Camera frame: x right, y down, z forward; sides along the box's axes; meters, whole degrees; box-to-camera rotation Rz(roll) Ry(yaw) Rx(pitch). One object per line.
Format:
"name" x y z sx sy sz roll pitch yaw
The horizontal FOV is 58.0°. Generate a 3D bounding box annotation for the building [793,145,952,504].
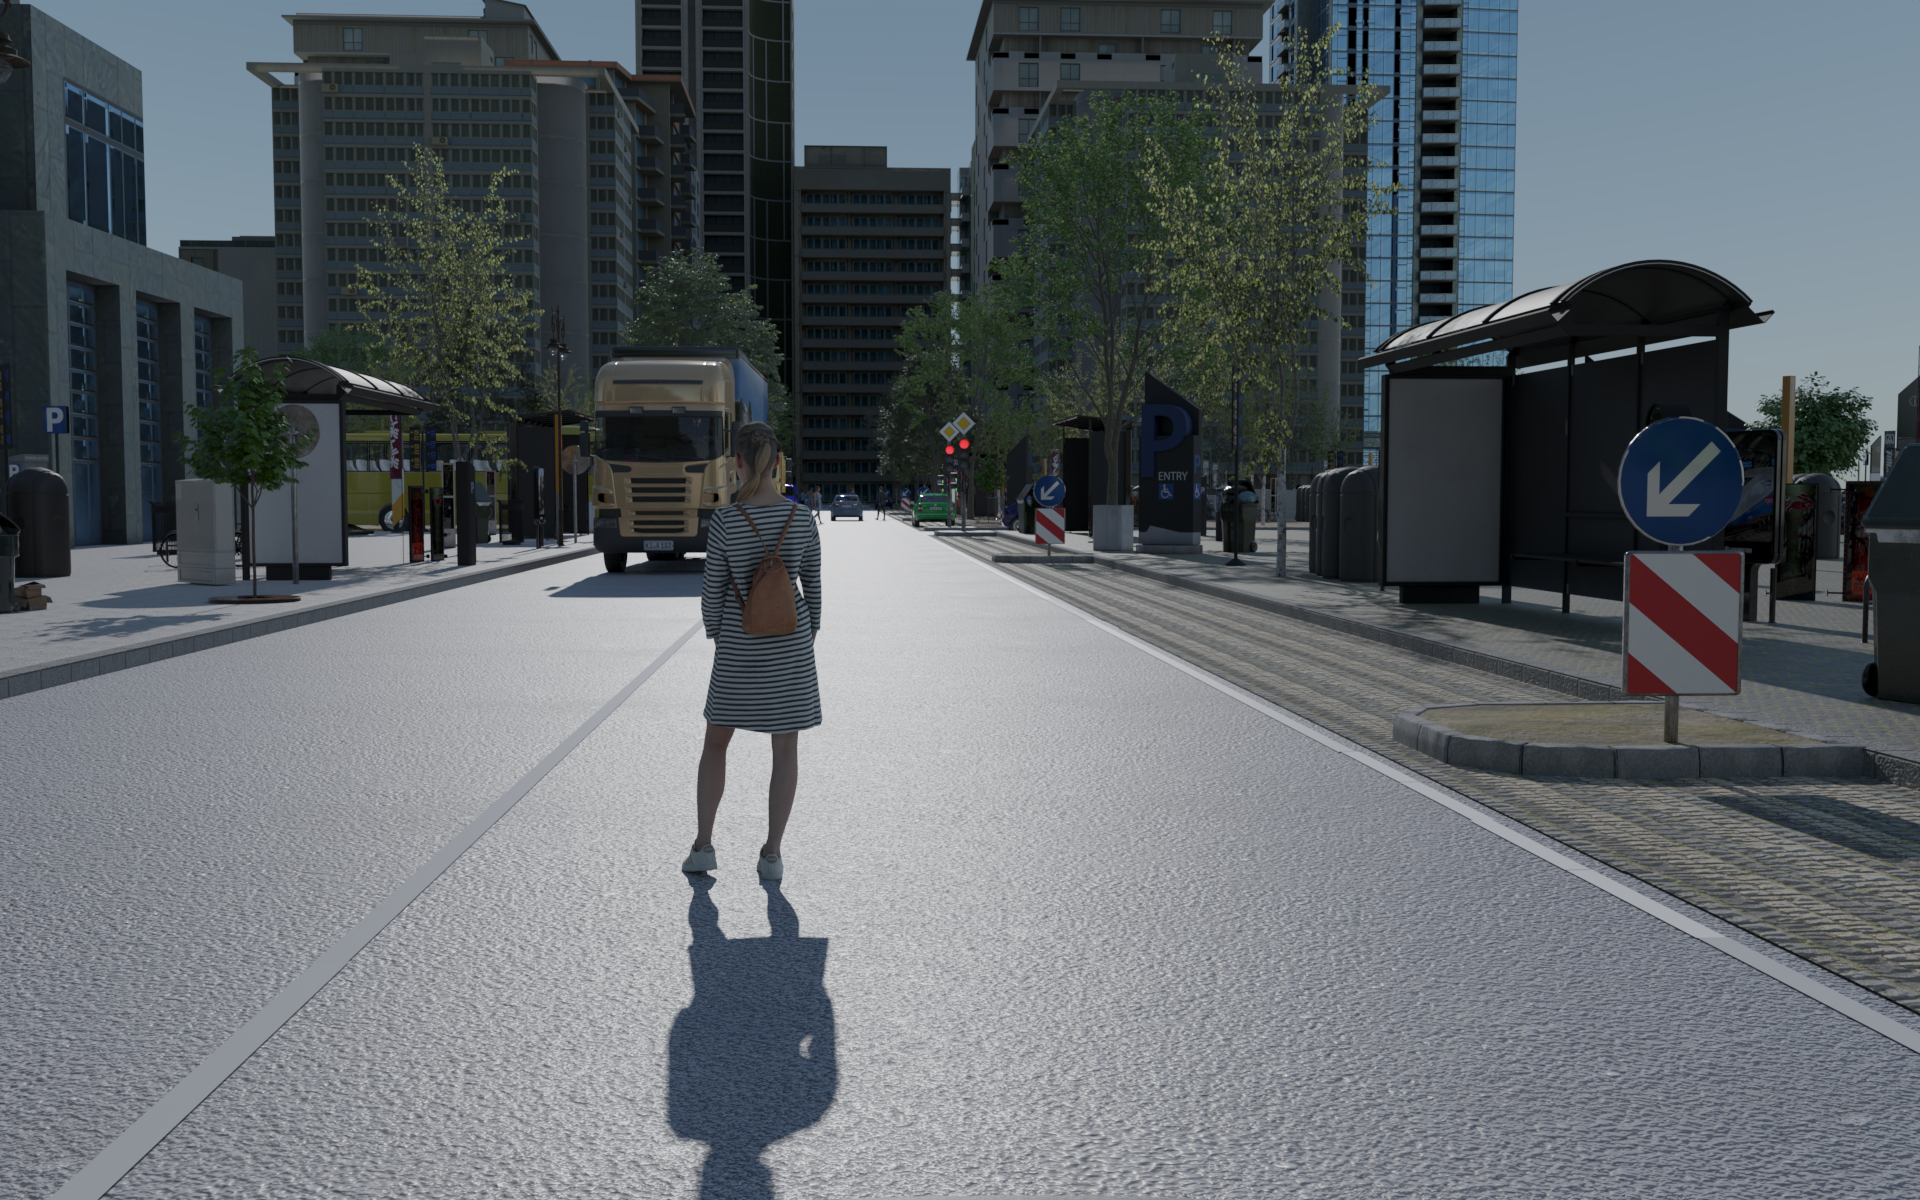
"building" -12.422 -37.931 243.877 21.600 48.544 21.300 0 4 -4

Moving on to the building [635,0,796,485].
"building" -33.374 -49.050 240.218 20.611 71.187 20.563 0 4 -4

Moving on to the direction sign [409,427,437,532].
"direction sign" -18.068 -4.057 58.321 0.876 3.537 0.379 -2 4 -28

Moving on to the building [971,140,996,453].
"building" 8.203 -31.771 203.054 14.154 41.232 14.086 0 4 -4

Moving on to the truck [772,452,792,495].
"truck" -8.979 -4.860 75.382 3.469 3.379 9.791 0 4 -5

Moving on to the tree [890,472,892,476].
"tree" -7.817 -16.345 217.610 4.737 8.622 4.395 0 3 0

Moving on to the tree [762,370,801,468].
"tree" -18.227 -14.571 156.368 7.486 12.596 7.792 0 3 0

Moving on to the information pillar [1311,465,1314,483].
"information pillar" 28.380 -9.061 139.502 0.183 3.616 0.504 0 4 -2

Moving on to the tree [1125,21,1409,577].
"tree" 4.749 -4.666 26.654 4.360 8.622 3.978 0 3 0

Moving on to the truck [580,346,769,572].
"truck" -5.499 -2.833 35.230 2.839 4.237 11.283 0 4 -2

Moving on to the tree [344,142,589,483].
"tree" -10.578 -5.260 36.356 4.360 8.622 3.978 0 3 0

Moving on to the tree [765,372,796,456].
"tree" -17.445 -13.222 141.935 9.928 11.665 9.643 0 3 0

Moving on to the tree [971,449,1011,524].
"tree" 1.377 -4.922 75.082 1.663 3.219 1.824 0 3 0

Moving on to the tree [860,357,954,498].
"tree" -3.898 -14.974 155.199 12.009 13.543 11.850 0 3 0

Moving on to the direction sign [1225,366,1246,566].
"direction sign" 4.949 -2.384 30.981 0.379 3.537 0.876 1 4 20

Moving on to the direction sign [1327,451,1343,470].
"direction sign" 19.667 -6.045 90.826 0.876 3.537 0.379 -1 4 -12

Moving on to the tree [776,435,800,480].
"tree" -20.837 -15.372 201.686 4.360 8.622 3.978 0 3 0

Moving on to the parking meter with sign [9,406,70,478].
"parking meter with sign" -18.066 -2.278 33.506 0.543 3.016 1.738 1 4 14

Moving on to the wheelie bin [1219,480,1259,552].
"wheelie bin" 6.171 -1.854 38.219 0.980 1.594 0.693 3 5 44

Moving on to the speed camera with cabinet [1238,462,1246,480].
"speed camera with cabinet" 17.952 -6.857 106.449 2.038 3.252 0.660 3 4 39

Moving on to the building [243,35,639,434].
"building" -41.734 -28.102 151.354 32.217 40.220 23.993 0 4 -4

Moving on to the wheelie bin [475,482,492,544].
"wheelie bin" -12.641 -2.267 44.968 0.693 1.594 0.980 2 4 25

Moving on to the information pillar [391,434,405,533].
"information pillar" -18.560 -4.023 57.133 0.504 3.616 0.183 2 4 28

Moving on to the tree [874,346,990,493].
"tree" -2.111 -13.233 133.374 9.611 12.733 9.660 0 3 0

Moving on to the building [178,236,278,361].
"building" -79.539 -26.099 198.424 14.107 30.474 14.160 0 4 -4

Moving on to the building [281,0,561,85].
"building" -58.321 -36.884 192.288 27.495 52.752 28.713 0 4 -4

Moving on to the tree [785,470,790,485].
"tree" -20.059 -12.483 187.816 4.285 4.588 4.351 0 3 0

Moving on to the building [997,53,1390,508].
"building" 19.592 -28.458 157.176 32.217 40.220 23.993 0 4 -4

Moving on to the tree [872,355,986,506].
"tree" -1.717 -10.834 111.553 7.601 10.594 8.767 1 4 19

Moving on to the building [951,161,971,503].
"building" 13.505 -38.350 246.630 30.456 49.044 23.786 0 4 -4

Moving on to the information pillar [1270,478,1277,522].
"information pillar" 14.442 -4.581 79.395 0.304 2.012 0.304 -3 5 -43

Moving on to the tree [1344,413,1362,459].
"tree" 23.816 -9.956 113.150 4.737 8.622 4.395 0 3 0

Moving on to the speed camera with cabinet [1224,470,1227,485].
"speed camera with cabinet" 20.887 -8.439 132.314 2.038 3.252 0.660 2 4 31

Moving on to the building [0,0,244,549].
"building" -36.356 -44.357 37.909 31.000 86.520 22.319 0 4 -4

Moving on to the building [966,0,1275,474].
"building" 15.923 -36.281 182.424 28.713 52.752 27.495 0 4 -4

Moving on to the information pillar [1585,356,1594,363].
"information pillar" 10.591 -2.291 28.810 0.504 3.616 0.183 2 4 32

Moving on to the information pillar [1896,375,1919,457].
"information pillar" 18.310 -2.571 33.383 0.183 3.616 0.504 -3 4 -37

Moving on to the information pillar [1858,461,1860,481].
"information pillar" 62.597 -7.908 120.657 0.183 3.616 0.504 2 4 35

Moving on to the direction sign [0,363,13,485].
"direction sign" -16.665 -2.341 30.274 0.379 3.537 0.876 -3 5 -40

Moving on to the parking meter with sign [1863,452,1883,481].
"parking meter with sign" 38.459 -4.623 71.846 1.738 3.016 0.543 1 4 15

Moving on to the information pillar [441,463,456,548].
"information pillar" -12.144 -2.241 41.129 0.304 2.012 0.304 -1 4 -17

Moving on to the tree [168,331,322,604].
"tree" -8.350 -1.596 20.695 1.663 3.219 1.824 0 3 0

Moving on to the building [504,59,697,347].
"building" -38.707 -32.002 177.860 22.147 44.769 28.867 0 4 -4

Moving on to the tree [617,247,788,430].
"tree" -13.075 -11.168 89.259 9.857 13.997 8.962 0 3 0

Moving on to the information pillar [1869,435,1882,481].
"information pillar" 36.554 -4.760 69.184 0.504 3.616 0.183 -1 4 -19

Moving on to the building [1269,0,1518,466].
"building" 50.444 -54.370 201.613 31.000 86.520 22.319 0 4 -4

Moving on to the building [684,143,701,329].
"building" -37.401 -31.661 201.259 14.086 41.232 14.154 0 4 -4

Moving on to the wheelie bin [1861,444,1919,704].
"wheelie bin" 6.047 -0.171 10.697 0.693 1.594 0.980 -1 4 -21

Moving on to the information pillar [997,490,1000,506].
"information pillar" 2.680 -7.348 124.634 0.304 2.012 0.304 -3 5 -39

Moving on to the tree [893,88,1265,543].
"tree" 4.011 -7.286 44.881 9.928 11.665 9.643 0 3 0

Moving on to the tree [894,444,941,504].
"tree" -2.861 -11.783 143.012 4.737 8.622 4.395 0 3 0

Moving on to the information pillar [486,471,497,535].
"information pillar" -14.658 -3.038 54.168 0.304 2.012 0.304 -1 4 -11

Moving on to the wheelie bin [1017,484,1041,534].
"wheelie bin" 2.262 -2.975 56.549 0.693 1.594 0.980 -1 4 -19
